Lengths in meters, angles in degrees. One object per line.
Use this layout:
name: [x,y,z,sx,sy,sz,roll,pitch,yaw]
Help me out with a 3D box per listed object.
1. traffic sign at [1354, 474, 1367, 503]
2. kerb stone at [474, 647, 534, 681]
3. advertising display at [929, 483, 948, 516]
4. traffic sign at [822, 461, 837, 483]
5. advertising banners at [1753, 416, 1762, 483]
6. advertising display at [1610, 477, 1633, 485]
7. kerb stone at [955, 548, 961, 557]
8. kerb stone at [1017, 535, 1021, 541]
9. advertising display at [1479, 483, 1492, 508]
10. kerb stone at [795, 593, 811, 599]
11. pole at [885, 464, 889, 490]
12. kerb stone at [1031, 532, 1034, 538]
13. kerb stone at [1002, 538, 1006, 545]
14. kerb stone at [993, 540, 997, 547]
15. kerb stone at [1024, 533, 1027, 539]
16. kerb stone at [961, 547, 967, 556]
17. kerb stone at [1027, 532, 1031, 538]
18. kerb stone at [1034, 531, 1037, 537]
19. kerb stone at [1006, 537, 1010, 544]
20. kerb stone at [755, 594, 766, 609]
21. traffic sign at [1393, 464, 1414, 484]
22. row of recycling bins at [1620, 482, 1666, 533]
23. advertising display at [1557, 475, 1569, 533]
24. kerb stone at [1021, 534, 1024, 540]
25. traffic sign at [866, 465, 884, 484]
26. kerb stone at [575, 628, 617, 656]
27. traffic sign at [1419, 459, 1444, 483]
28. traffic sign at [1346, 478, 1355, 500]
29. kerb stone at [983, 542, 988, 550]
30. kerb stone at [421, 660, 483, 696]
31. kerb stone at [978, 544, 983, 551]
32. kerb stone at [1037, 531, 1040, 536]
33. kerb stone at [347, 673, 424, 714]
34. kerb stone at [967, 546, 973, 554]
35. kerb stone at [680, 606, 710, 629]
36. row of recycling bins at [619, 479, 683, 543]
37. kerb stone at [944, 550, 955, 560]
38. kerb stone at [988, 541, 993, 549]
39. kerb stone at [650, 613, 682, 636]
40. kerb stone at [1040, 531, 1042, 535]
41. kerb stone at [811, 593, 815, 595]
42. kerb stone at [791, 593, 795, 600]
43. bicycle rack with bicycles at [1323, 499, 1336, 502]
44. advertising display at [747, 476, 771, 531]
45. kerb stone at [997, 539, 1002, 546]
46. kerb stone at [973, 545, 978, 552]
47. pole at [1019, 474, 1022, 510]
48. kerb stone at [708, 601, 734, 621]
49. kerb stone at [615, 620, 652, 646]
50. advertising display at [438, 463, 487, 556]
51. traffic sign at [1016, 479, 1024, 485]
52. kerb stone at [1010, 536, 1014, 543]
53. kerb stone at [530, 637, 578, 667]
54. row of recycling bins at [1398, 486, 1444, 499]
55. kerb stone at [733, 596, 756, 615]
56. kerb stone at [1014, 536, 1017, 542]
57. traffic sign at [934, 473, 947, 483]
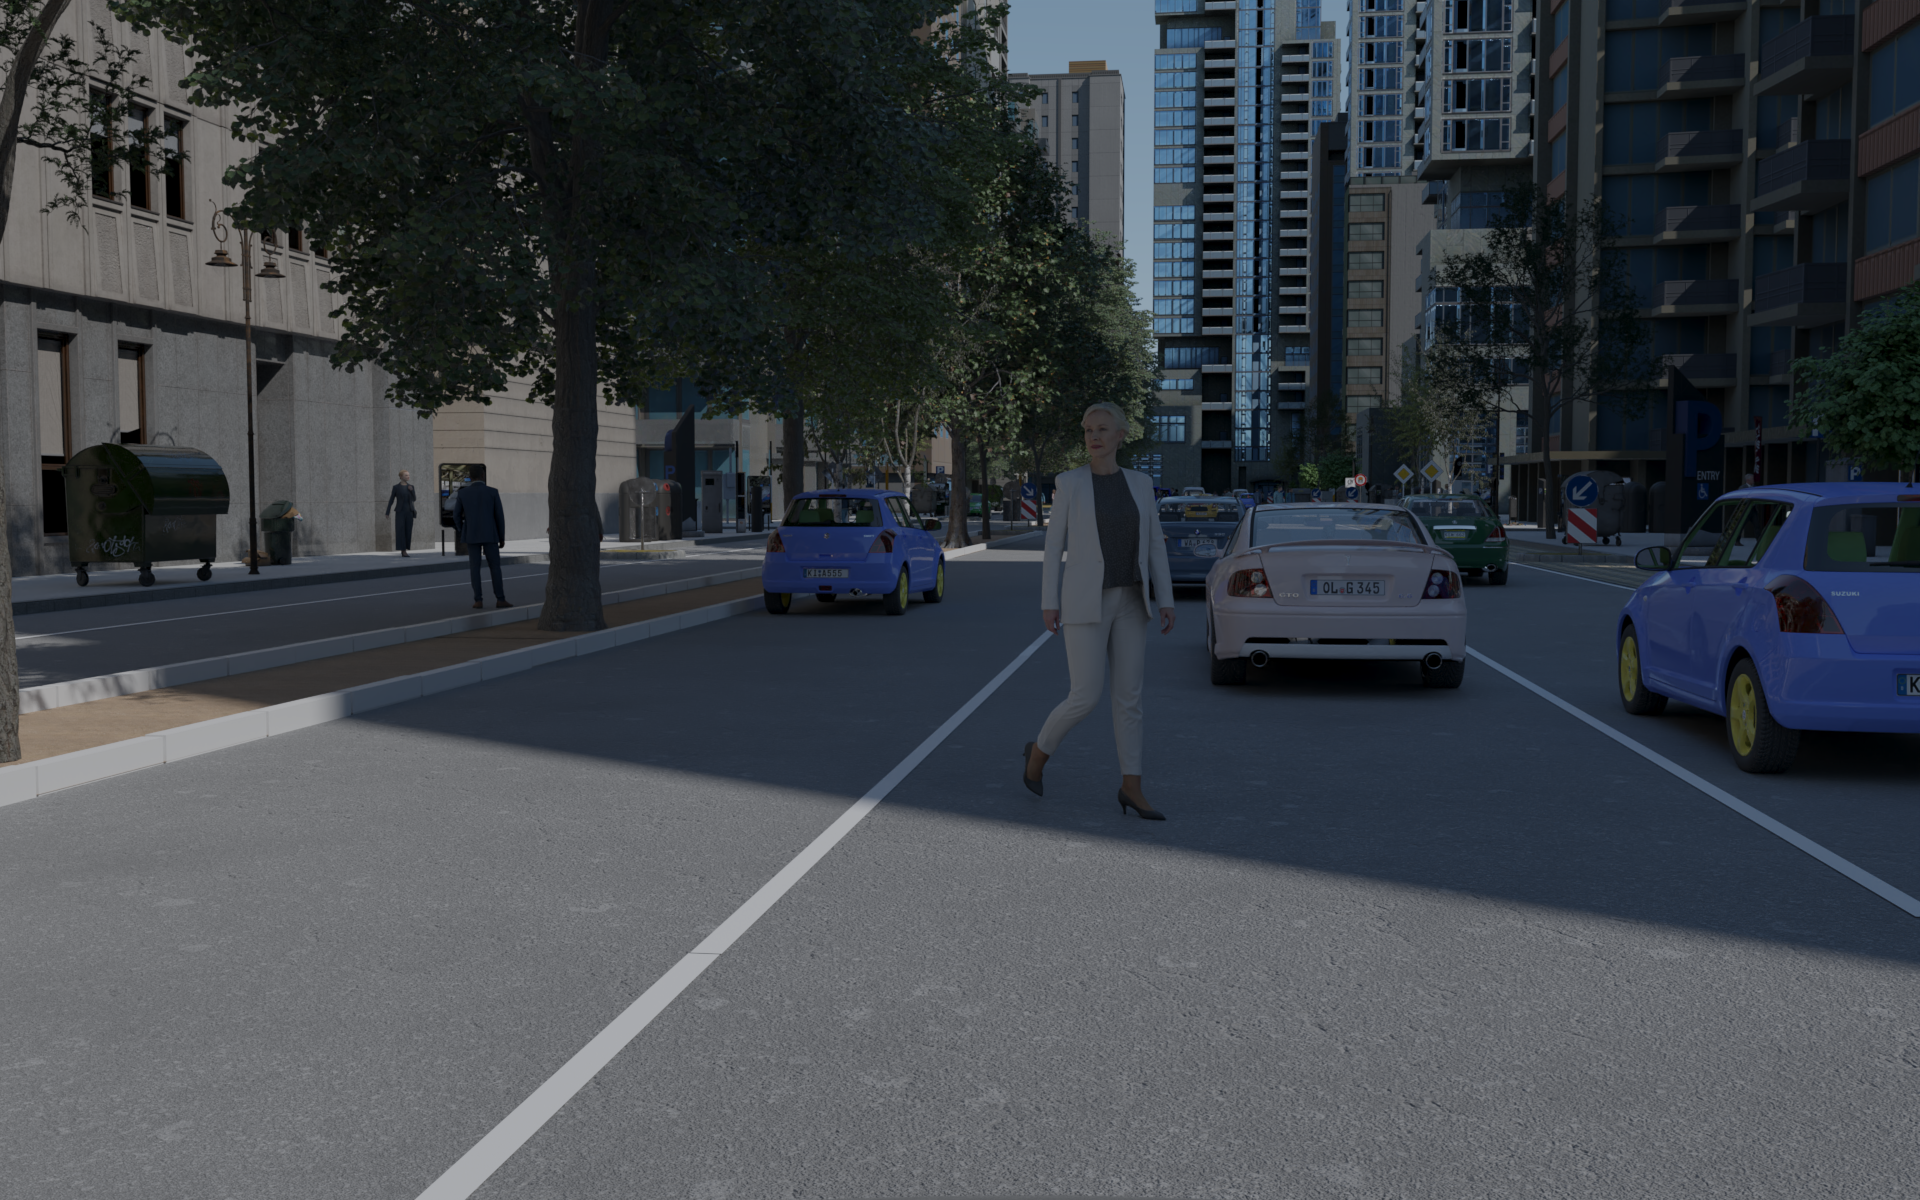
traffic sign: [25.176,-6.657,108.945,0.768,2.556,0.104,1,4,8]
kerb stone: [-3.656,0.514,13.784,0.120,0.150,1.000,0,4,8]
advertising display: [-1.299,-5.758,99.359,0.974,1.923,0.123,-1,4,-16]
traffic sign: [-4.508,-3.607,61.161,0.795,2.593,0.064,0,4,8]
advertising banners: [18.388,-2.644,39.413,0.090,3.025,2.074,3,5,44]
advertising display: [24.728,-3.655,64.967,0.123,1.923,0.974,-3,5,-41]
kerb stone: [-0.159,-1.038,39.174,0.120,0.150,1.000,0,4,8]
kerb stone: [1.655,-1.844,52.371,0.120,0.150,1.000,0,4,8]
advertising display: [29.337,-5.595,96.695,0.123,1.923,0.974,-2,4,-24]
kerb stone: [-2.259,-0.107,23.946,0.120,0.150,1.000,0,4,8]
pole: [-4.592,-7.045,109.036,0.158,3.312,0.155,0,3,0]
kerb stone: [2.210,-2.090,56.438,0.120,0.150,1.000,0,4,8]
kerb stone: [1.098,-1.596,48.318,0.120,0.150,1.000,0,4,8]
kerb stone: [0.814,-1.473,46.287,0.120,0.150,1.000,0,4,8]
kerb stone: [1.931,-1.969,54.405,0.120,0.150,1.000,0,4,8]
kerb stone: [-0.027,-1.101,40.192,0.120,0.150,1.000,0,4,8]
kerb stone: [2.074,-2.030,55.425,0.120,0.150,1.000,0,4,8]
kerb stone: [2.348,-2.156,57.455,0.120,0.150,1.000,0,4,8]
kerb stone: [1.232,-1.660,49.334,0.120,0.150,1.000,0,4,8]
kerb stone: [-2.537,0.019,21.906,0.120,0.150,1.000,0,4,8]
traffic sign: [16.980,-3.918,66.256,0.795,2.593,0.064,0,4,8]
row of recycling bins: [23.608,-3.055,57.065,3.534,1.692,1.069,0,4,8]
advertising display: [20.183,-3.228,57.992,0.123,1.923,0.974,2,4,34]
kerb stone: [1.794,-1.908,53.388,0.120,0.150,1.000,0,4,8]
traffic sign: [-3.420,-4.091,69.072,0.795,2.593,0.064,0,4,8]
kerb stone: [-3.375,0.391,15.811,0.120,0.150,1.000,0,4,8]
traffic sign: [15.892,-3.435,58.345,0.795,2.593,0.064,0,4,8]
traffic sign: [25.052,-6.674,111.256,0.606,2.300,0.079,1,4,10]
kerb stone: [0.542,-1.349,44.258,0.120,0.150,1.000,0,4,8]
kerb stone: [-3.797,0.583,12.770,0.120,0.150,1.000,0,4,8]
kerb stone: [0.394,-1.287,43.246,0.120,0.150,1.000,0,4,8]
kerb stone: [2.500,-2.218,58.466,0.120,0.150,1.000,0,4,8]
kerb stone: [-3.937,0.639,11.756,0.120,0.150,1.000,0,4,8]
kerb stone: [0.126,-1.163,41.207,0.120,0.150,1.000,0,4,8]
kerb stone: [-2.954,0.204,18.862,0.120,0.150,1.000,0,4,8]
row of recycling bins: [-8.484,-2.463,47.383,1.069,1.692,3.534,1,4,9]
kerb stone: [-0.294,-0.976,38.156,0.120,0.150,1.000,0,4,8]
kerb stone: [0.676,-1.407,45.274,0.120,0.150,1.000,0,4,8]
kerb stone: [-3.096,0.267,17.849,0.120,0.150,1.000,0,4,8]
kerb stone: [2.627,-2.281,59.489,0.120,0.150,1.000,0,4,8]
kerb stone: [-2.108,-0.166,24.957,0.120,0.150,1.000,0,4,8]
kerb stone: [-2.395,-0.040,22.926,0.120,0.150,1.000,0,4,8]
bicycle rack with bicycles: [28.760,-7.214,131.335,2.852,0.926,2.925,-1,4,-9]
advertising display: [-7.021,-3.382,60.505,0.123,1.923,0.974,3,5,45]
kerb stone: [0.957,-1.525,47.306,0.120,0.150,1.000,0,4,8]
kerb stone: [0.254,-1.225,42.232,0.120,0.150,1.000,0,4,8]
pole: [4.950,-9.058,141.939,0.158,3.312,0.155,0,3,0]
kerb stone: [-2.816,0.142,19.874,0.120,0.150,1.000,0,4,8]
kerb stone: [-3.236,0.329,16.823,0.120,0.150,1.000,0,4,8]
advertising display: [-10.336,-1.885,36.035,0.974,1.923,0.123,-2,4,-32]
traffic sign: [4.913,-8.711,142.524,0.768,2.556,0.104,1,4,11]
kerb stone: [1.377,-1.722,50.346,0.120,0.150,1.000,0,4,8]
kerb stone: [-3.522,0.452,14.799,0.120,0.150,1.000,0,4,8]
row of recycling bins: [24.265,-5.136,91.083,1.069,1.692,3.534,-1,4,-21]
kerb stone: [-2.678,0.080,20.887,0.120,0.150,1.000,0,4,8]
kerb stone: [1.516,-1.784,51.359,0.120,0.150,1.000,0,4,8]
traffic sign: [-1.158,-6.282,102.816,0.768,2.556,0.104,1,4,13]
